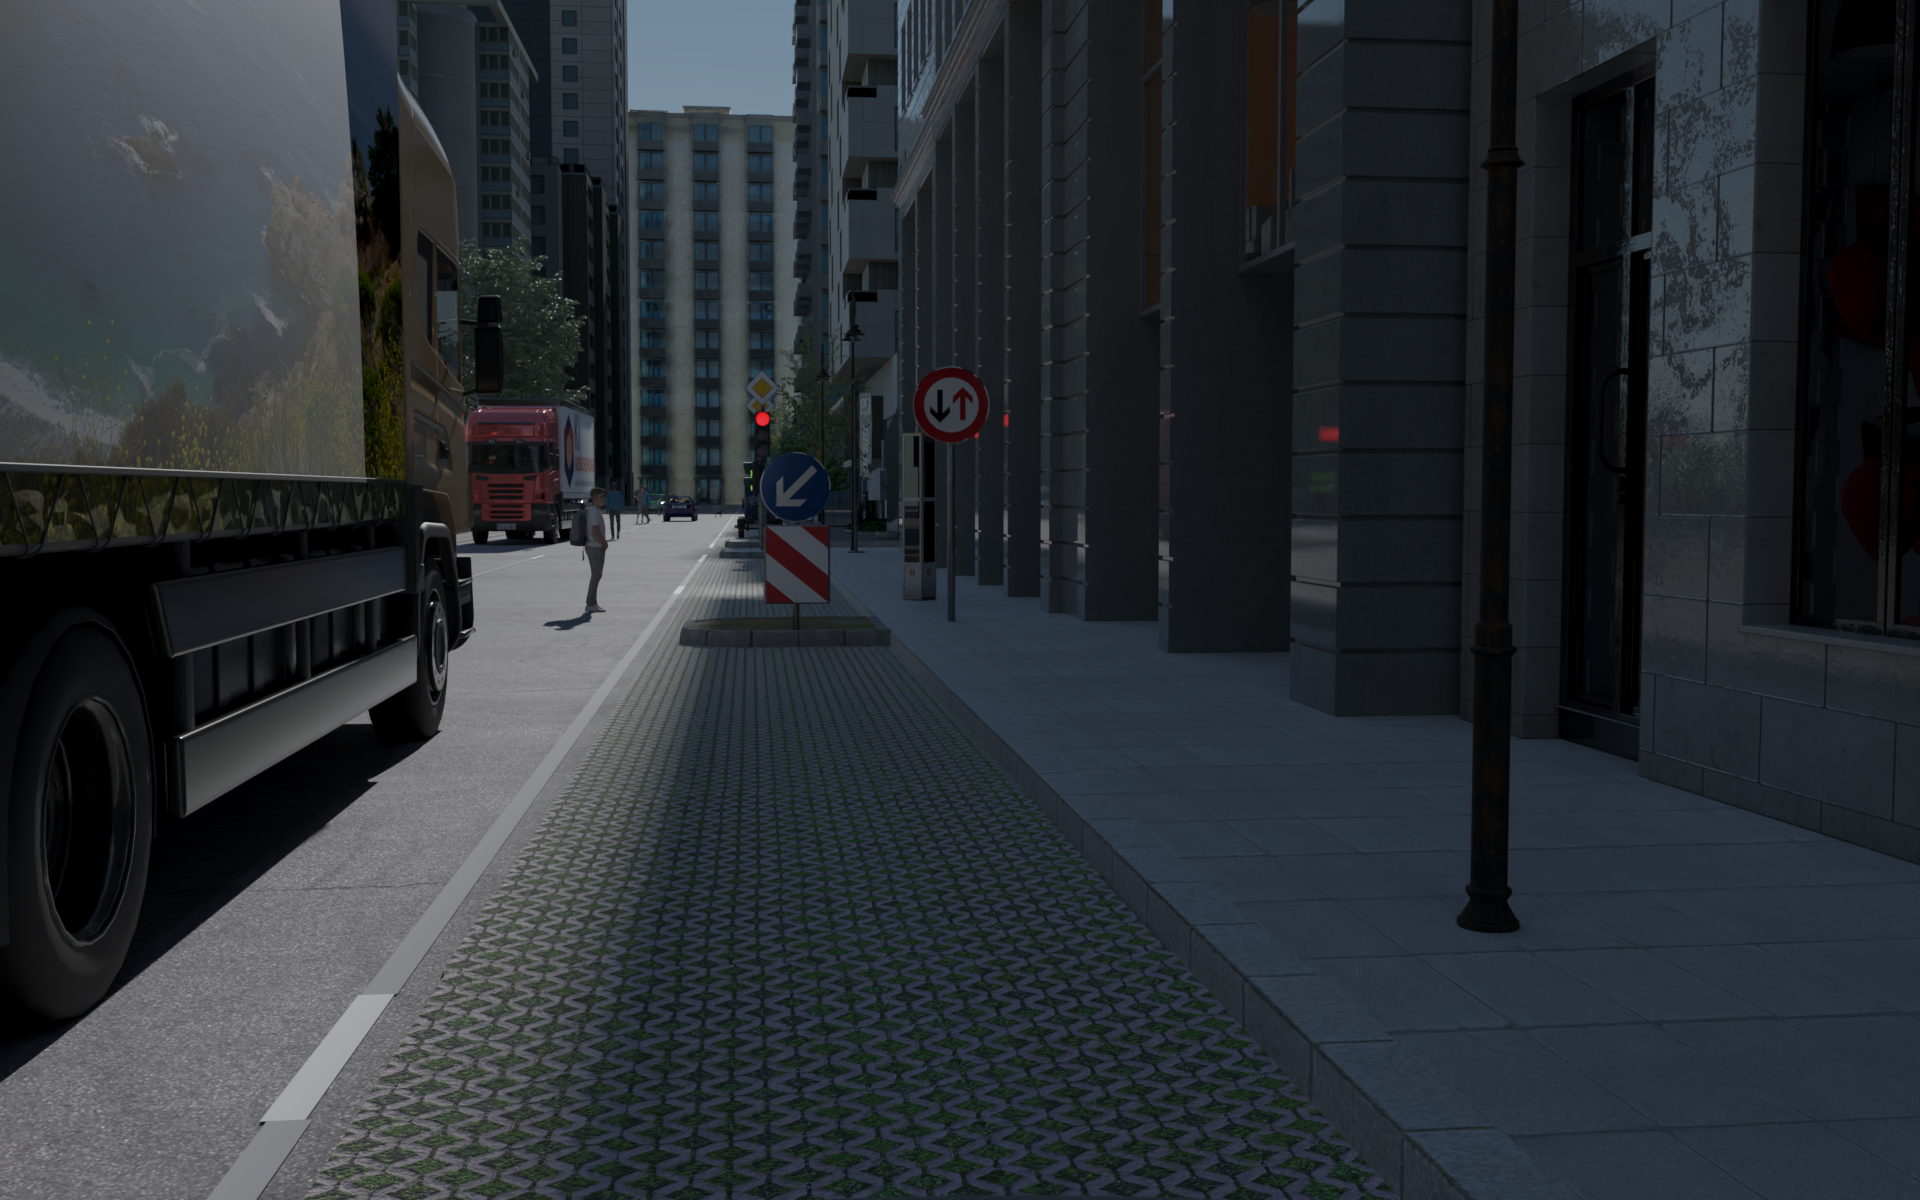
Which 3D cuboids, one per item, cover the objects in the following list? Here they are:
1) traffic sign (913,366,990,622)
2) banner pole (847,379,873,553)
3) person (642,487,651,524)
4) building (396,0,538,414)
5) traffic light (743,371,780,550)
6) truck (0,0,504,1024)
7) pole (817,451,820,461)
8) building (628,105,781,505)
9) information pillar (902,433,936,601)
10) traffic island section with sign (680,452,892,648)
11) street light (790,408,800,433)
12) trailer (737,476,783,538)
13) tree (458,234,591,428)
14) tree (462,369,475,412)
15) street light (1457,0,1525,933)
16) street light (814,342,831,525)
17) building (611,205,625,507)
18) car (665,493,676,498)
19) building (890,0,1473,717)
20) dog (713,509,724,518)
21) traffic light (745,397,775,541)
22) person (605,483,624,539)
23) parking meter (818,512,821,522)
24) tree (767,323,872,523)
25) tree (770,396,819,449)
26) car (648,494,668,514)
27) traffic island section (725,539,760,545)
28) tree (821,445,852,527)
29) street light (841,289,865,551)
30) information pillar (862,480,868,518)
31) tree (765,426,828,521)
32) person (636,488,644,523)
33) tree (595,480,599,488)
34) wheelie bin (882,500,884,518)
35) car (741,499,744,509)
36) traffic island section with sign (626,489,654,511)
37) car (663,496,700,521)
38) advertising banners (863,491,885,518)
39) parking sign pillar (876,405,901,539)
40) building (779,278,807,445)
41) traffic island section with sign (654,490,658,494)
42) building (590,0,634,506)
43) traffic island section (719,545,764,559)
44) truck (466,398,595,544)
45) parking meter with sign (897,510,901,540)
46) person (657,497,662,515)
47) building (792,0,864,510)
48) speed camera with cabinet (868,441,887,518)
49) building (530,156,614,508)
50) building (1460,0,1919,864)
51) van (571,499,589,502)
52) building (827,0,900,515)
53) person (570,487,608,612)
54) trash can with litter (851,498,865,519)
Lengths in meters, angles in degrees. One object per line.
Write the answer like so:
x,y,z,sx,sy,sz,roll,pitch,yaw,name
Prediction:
-0.085,-1.056,17.373,0.768,2.556,0.104,0,4,2,traffic sign
-2.140,-2.912,37.631,0.401,3.779,0.863,-3,4,-37,banner pole
-15.067,-4.553,83.286,0.444,1.785,0.601,-2,4,-23,person
-45.511,-26.806,130.160,32.217,40.220,23.993,0,4,-7,building
-4.521,-3.096,39.542,0.839,4.253,0.868,0,4,-7,traffic light
-3.802,-1.082,6.608,2.839,4.237,11.283,0,4,-7,truck
-6.616,-5.342,81.185,0.158,3.312,0.155,0,3,0,pole
-31.485,-36.514,216.612,30.456,49.044,23.786,0,4,-7,building
-0.490,-1.007,20.953,0.304,2.012,0.304,3,4,36,information pillar
-1.738,-0.514,17.032,1.989,1.847,2.006,0,4,-7,traffic island section with sign
-8.290,-7.003,87.285,0.468,5.910,1.993,0,4,-7,street light
-6.626,-3.065,57.160,1.471,1.999,3.904,0,4,-8,trailer
-22.865,-10.867,84.323,9.857,13.997,8.962,0,3,0,tree
-29.088,-9.102,99.173,4.360,8.622,3.978,0,3,0,tree
1.569,-1.968,4.965,0.468,5.910,1.993,0,4,-7,street light
-4.198,-4.901,52.924,0.468,5.910,1.993,0,4,-7,street light
-39.749,-24.061,165.097,14.160,30.474,14.107,0,4,-7,building
-24.698,-8.415,146.620,2.155,1.783,4.494,-1,4,-9,car
5.732,-15.095,24.297,11.434,29.767,29.804,0,4,-7,building
-14.771,-5.298,105.903,0.406,0.507,0.540,2,4,35,dog
-5.481,-3.581,47.469,0.839,4.253,0.868,0,4,-7,traffic light
-10.904,-2.803,54.666,0.601,1.785,0.444,-1,4,-18,person
-6.511,-4.361,79.714,0.372,1.533,0.369,0,3,0,parking meter
-6.059,-7.662,75.636,4.737,8.622,4.395,0,3,0,tree
-12.373,-10.783,126.668,4.360,8.622,3.978,0,3,0,tree
-21.884,-7.097,124.825,1.959,1.807,4.718,0,4,-5,car
-5.440,-1.548,47.588,2.009,0.180,2.903,0,4,-7,traffic island section
-5.064,-4.475,67.765,1.663,3.219,1.824,0,3,0,tree
-2.419,-4.062,39.194,0.468,5.910,1.993,0,4,-7,street light
-4.380,-4.671,80.865,0.304,2.012,0.304,1,4,21,information pillar
-7.731,-6.102,83.482,4.285,4.588,4.351,0,3,0,tree
-15.550,-4.633,84.592,0.599,1.781,0.374,-2,4,-28,person
-27.541,-8.221,129.009,1.663,3.219,1.824,0,3,0,tree
-3.272,-4.394,79.754,0.980,1.594,0.693,1,4,19,wheelie bin
-20.249,-9.497,167.855,1.945,1.354,3.894,0,4,-7,car
-27.450,-8.524,147.989,1.989,1.847,2.006,0,4,-7,traffic island section with sign
-14.849,-4.863,92.091,1.945,1.354,3.894,0,4,-7,car
-2.765,-4.374,67.708,2.074,3.025,0.090,-1,4,-13,advertising banners
-1.710,-3.751,49.794,1.447,3.967,1.447,-1,4,-21,parking sign pillar
-7.653,-53.122,181.213,22.319,86.520,31.000,0,4,-7,building
-30.689,-10.160,174.750,1.989,1.847,2.006,0,4,-7,traffic island section with sign
-45.873,-45.514,182.401,20.611,71.187,20.563,0,4,-7,building
-4.480,-1.063,39.661,2.009,0.180,2.903,0,4,-7,traffic island section
-13.055,-3.917,52.949,2.839,4.237,11.283,0,4,-5,truck
-0.896,-3.175,48.175,1.738,3.016,0.543,1,4,21,parking meter with sign
-20.145,-6.294,116.088,0.352,1.250,0.332,0,4,6,person
-3.240,-32.515,151.228,23.786,49.044,30.456,0,4,-7,building
-2.627,-4.305,64.724,0.660,3.252,2.038,2,4,32,speed camera with cabinet
-38.259,-23.168,150.495,14.160,30.474,14.107,0,4,-7,building
9.005,-8.977,1.522,10.420,20.320,16.860,0,4,-7,building
-21.123,-5.317,93.946,2.013,2.044,4.112,0,4,-8,van
6.057,-31.493,104.153,28.713,52.752,27.495,0,4,-7,building
-4.444,-0.609,21.048,0.503,1.515,0.523,2,4,34,person
-4.121,-3.825,73.919,1.055,1.170,0.624,2,4,25,trash can with litter
